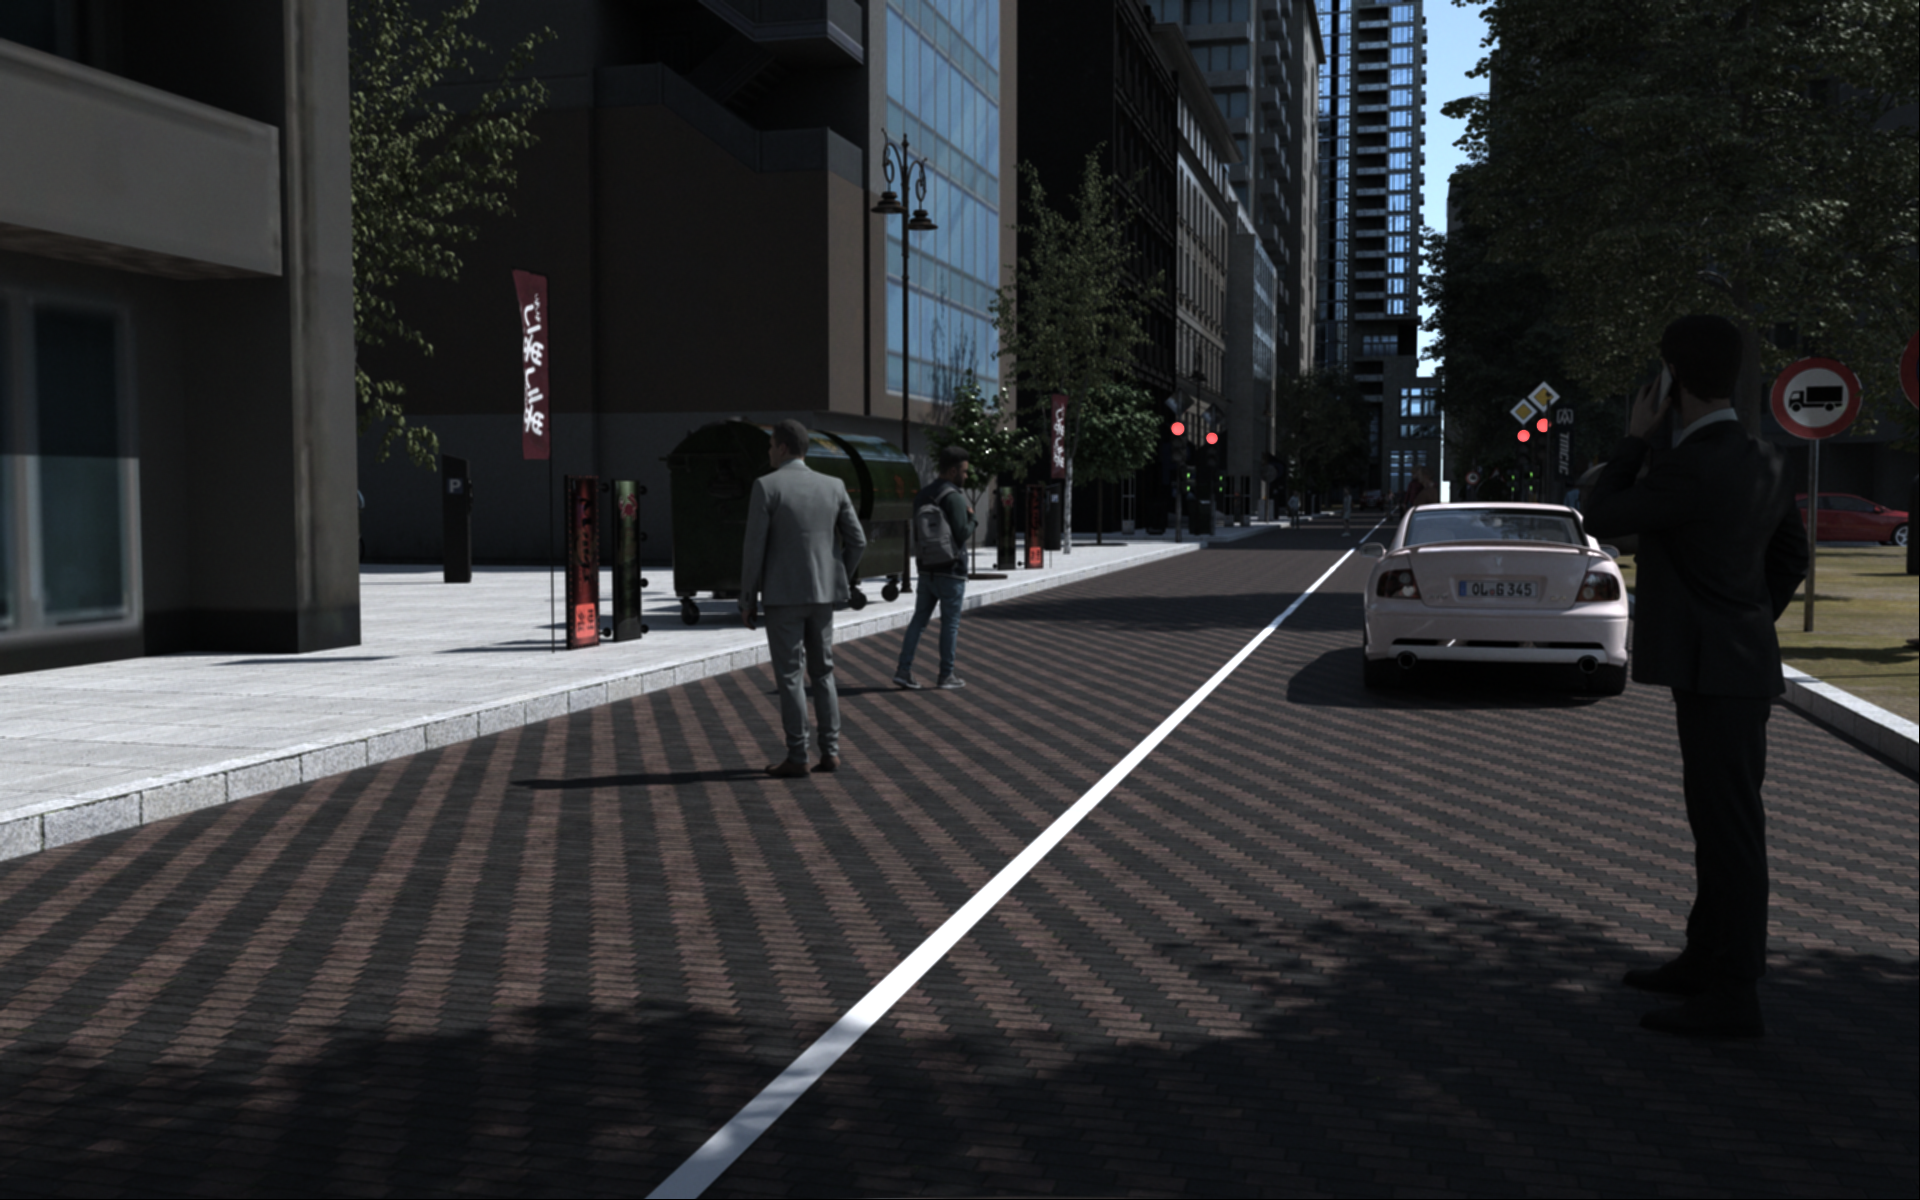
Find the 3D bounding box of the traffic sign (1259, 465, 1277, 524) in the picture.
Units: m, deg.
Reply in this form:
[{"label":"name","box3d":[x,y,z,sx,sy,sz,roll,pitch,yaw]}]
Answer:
[{"label":"traffic sign","box3d":[13.340,-4.584,75.048,0.768,2.556,0.104,1,4,17]}]

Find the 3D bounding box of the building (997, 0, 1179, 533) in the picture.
[{"label":"building","box3d":[1.013,-14.411,65.297,12.332,23.373,15.834,1,4,15]}]

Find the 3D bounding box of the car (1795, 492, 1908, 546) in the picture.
[{"label":"car","box3d":[23.254,-2.232,45.526,4.494,1.783,2.155,1,4,16]}]

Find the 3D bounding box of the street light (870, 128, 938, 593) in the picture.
[{"label":"street light","box3d":[-0.702,-3.033,22.373,0.468,5.910,1.993,1,4,15]}]

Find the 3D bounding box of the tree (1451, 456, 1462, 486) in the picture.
[{"label":"tree","box3d":[37.737,-8.777,127.224,4.285,4.588,4.351,0,3,0]}]

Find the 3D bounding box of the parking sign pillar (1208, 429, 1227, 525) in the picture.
[{"label":"parking sign pillar","box3d":[10.371,-5.089,71.683,1.447,3.967,1.447,0,4,-4]}]

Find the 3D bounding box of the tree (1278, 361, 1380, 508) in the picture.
[{"label":"tree","box3d":[34.783,-15.720,163.677,9.857,13.997,8.962,0,3,0]}]

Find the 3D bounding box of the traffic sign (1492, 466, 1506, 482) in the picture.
[{"label":"traffic sign","box3d":[24.936,-4.927,80.567,0.884,2.594,0.081,1,4,16]}]

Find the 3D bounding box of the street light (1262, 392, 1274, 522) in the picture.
[{"label":"street light","box3d":[13.873,-6.451,78.268,0.468,5.910,1.993,1,4,15]}]

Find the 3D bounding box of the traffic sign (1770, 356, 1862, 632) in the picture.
[{"label":"traffic sign","box3d":[7.918,-0.977,16.084,0.768,2.556,0.104,1,4,21]}]

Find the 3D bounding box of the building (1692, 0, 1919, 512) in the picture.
[{"label":"building","box3d":[39.345,-22.579,61.045,23.993,40.220,32.217,1,4,15]}]

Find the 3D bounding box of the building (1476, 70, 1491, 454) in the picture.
[{"label":"building","box3d":[56.209,-29.214,161.241,14.154,41.232,14.086,1,4,15]}]

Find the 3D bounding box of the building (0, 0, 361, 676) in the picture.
[{"label":"building","box3d":[-18.038,-23.368,5.762,21.300,48.544,21.600,1,4,15]}]

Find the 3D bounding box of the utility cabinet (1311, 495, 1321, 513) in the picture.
[{"label":"utility cabinet","box3d":[23.548,-6.380,115.479,1.020,1.237,0.306,1,4,14]}]

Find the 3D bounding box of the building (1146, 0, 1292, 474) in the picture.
[{"label":"building","box3d":[15.514,-32.062,143.817,23.786,49.044,30.456,1,4,15]}]

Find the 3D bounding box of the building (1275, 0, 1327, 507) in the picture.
[{"label":"building","box3d":[24.376,-36.508,186.150,27.495,52.752,28.713,1,4,15]}]

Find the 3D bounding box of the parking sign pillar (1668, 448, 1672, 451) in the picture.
[{"label":"parking sign pillar","box3d":[34.158,-5.767,82.767,1.447,3.967,1.447,-3,5,-44]}]

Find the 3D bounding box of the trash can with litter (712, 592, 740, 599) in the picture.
[{"label":"trash can with litter","box3d":[-2.886,-0.614,21.424,0.624,1.170,1.055,0,4,-6]}]

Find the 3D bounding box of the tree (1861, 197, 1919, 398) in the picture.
[{"label":"tree","box3d":[21.869,-5.315,37.261,4.737,8.622,4.395,0,3,0]}]

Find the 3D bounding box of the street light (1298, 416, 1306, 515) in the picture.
[{"label":"street light","box3d":[20.287,-7.954,102.838,0.468,5.910,1.993,1,4,15]}]

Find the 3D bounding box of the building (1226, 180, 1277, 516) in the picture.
[{"label":"building","box3d":[14.318,-15.669,110.945,10.420,20.320,16.860,1,4,15]}]

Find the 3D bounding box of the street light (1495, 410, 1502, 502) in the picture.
[{"label":"street light","box3d":[22.628,-6.099,72.509,0.468,5.910,1.993,1,4,15]}]

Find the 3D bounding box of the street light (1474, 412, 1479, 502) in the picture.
[{"label":"street light","box3d":[29.278,-7.656,97.971,0.468,5.910,1.993,1,4,15]}]

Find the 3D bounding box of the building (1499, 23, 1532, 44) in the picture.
[{"label":"building","box3d":[52.863,-28.379,147.583,14.154,41.232,14.086,1,4,15]}]

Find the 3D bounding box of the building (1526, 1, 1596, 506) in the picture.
[{"label":"building","box3d":[43.914,-28.142,110.240,14.600,45.320,14.200,1,4,15]}]

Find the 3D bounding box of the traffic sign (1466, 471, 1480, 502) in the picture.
[{"label":"traffic sign","box3d":[27.917,-5.761,94.294,0.768,2.556,0.104,1,4,16]}]

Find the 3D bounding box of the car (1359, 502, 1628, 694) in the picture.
[{"label":"car","box3d":[4.265,-0.100,13.993,2.083,1.381,4.827,1,4,15]}]

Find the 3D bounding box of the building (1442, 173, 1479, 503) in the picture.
[{"label":"building","box3d":[66.663,-32.327,212.142,14.086,41.232,14.154,1,4,15]}]

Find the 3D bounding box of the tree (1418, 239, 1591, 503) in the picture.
[{"label":"tree","box3d":[21.747,-8.649,67.172,9.928,11.665,9.643,0,3,0]}]

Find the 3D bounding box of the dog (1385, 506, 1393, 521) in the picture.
[{"label":"dog","box3d":[22.639,-4.574,91.621,0.513,0.831,0.800,2,4,27]}]

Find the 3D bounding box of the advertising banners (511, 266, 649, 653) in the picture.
[{"label":"advertising banners","box3d":[-3.130,-1.113,14.378,0.090,3.025,2.074,1,4,18]}]

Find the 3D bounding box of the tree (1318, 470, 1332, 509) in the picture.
[{"label":"tree","box3d":[28.833,-8.744,137.570,1.663,3.219,1.824,0,3,0]}]

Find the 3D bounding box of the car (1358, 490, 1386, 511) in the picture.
[{"label":"car","box3d":[35.579,-8.617,149.552,2.281,1.827,5.304,1,4,14]}]

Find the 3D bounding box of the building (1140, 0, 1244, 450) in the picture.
[{"label":"building","box3d":[4.914,-15.613,88.552,16.112,22.955,30.059,1,4,15]}]

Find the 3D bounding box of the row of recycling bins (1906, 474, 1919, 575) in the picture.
[{"label":"row of recycling bins","box3d":[16.968,-1.269,27.866,3.534,1.692,1.069,-1,4,-12]}]

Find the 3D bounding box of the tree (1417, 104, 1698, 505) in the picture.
[{"label":"tree","box3d":[19.297,-9.138,56.067,9.857,13.997,8.962,0,3,0]}]

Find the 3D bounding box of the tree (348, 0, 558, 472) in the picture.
[{"label":"tree","box3d":[-6.603,-4.120,17.726,4.737,8.622,4.395,0,3,0]}]

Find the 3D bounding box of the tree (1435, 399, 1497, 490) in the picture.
[{"label":"tree","box3d":[34.857,-10.255,118.038,4.737,8.622,4.395,0,3,0]}]

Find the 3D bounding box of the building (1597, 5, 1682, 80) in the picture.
[{"label":"building","box3d":[39.774,-19.402,88.920,14.160,30.474,14.107,1,4,15]}]

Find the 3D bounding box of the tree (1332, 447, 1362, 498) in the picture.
[{"label":"tree","box3d":[40.062,-14.131,181.401,4.360,8.622,3.978,0,3,0]}]

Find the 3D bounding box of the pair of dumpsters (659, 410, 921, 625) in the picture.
[{"label":"pair of dumpsters","box3d":[-1.736,-0.994,18.739,1.574,2.255,4.437,1,4,15]}]

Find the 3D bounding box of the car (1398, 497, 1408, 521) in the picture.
[{"label":"car","box3d":[24.968,-5.189,94.634,2.009,1.686,4.222,1,4,16]}]

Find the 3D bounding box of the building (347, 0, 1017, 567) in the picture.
[{"label":"building","box3d":[-7.213,-23.654,36.858,14.200,45.320,14.600,1,4,15]}]

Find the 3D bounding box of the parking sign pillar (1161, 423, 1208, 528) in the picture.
[{"label":"parking sign pillar","box3d":[8.254,-4.705,65.394,1.447,3.967,1.447,3,5,39]}]

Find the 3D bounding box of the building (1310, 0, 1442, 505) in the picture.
[{"label":"building","box3d":[45.710,-55.535,220.668,31.000,86.520,22.319,1,4,15]}]

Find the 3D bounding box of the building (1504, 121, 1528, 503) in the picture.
[{"label":"building","box3d":[49.536,-22.161,134.040,14.160,30.474,14.107,1,4,15]}]

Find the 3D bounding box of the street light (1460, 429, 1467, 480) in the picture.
[{"label":"street light","box3d":[35.806,-9.195,123.133,0.468,5.910,1.993,1,4,15]}]

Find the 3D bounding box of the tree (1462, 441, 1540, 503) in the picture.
[{"label":"tree","box3d":[27.168,-6.216,85.339,4.285,4.588,4.351,0,3,0]}]

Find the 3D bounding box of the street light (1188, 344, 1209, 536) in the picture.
[{"label":"street light","box3d":[7.349,-4.935,53.472,0.468,5.910,1.993,1,4,15]}]

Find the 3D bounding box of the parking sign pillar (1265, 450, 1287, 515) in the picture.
[{"label":"parking sign pillar","box3d":[19.248,-7.166,105.632,1.447,3.967,1.447,1,4,18]}]

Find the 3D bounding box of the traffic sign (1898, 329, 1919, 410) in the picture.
[{"label":"traffic sign","box3d":[7.056,-0.745,12.287,0.768,2.556,0.104,1,4,21]}]

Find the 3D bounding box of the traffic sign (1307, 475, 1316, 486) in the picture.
[{"label":"traffic sign","box3d":[23.255,-7.048,115.236,0.884,2.594,0.081,1,4,23]}]

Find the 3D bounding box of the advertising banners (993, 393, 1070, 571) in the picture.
[{"label":"advertising banners","box3d":[1.248,-2.044,29.613,0.090,3.025,2.074,3,5,40]}]

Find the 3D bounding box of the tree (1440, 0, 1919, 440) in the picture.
[{"label":"tree","box3d":[9.918,-6.386,22.541,7.486,12.596,7.792,0,3,0]}]
